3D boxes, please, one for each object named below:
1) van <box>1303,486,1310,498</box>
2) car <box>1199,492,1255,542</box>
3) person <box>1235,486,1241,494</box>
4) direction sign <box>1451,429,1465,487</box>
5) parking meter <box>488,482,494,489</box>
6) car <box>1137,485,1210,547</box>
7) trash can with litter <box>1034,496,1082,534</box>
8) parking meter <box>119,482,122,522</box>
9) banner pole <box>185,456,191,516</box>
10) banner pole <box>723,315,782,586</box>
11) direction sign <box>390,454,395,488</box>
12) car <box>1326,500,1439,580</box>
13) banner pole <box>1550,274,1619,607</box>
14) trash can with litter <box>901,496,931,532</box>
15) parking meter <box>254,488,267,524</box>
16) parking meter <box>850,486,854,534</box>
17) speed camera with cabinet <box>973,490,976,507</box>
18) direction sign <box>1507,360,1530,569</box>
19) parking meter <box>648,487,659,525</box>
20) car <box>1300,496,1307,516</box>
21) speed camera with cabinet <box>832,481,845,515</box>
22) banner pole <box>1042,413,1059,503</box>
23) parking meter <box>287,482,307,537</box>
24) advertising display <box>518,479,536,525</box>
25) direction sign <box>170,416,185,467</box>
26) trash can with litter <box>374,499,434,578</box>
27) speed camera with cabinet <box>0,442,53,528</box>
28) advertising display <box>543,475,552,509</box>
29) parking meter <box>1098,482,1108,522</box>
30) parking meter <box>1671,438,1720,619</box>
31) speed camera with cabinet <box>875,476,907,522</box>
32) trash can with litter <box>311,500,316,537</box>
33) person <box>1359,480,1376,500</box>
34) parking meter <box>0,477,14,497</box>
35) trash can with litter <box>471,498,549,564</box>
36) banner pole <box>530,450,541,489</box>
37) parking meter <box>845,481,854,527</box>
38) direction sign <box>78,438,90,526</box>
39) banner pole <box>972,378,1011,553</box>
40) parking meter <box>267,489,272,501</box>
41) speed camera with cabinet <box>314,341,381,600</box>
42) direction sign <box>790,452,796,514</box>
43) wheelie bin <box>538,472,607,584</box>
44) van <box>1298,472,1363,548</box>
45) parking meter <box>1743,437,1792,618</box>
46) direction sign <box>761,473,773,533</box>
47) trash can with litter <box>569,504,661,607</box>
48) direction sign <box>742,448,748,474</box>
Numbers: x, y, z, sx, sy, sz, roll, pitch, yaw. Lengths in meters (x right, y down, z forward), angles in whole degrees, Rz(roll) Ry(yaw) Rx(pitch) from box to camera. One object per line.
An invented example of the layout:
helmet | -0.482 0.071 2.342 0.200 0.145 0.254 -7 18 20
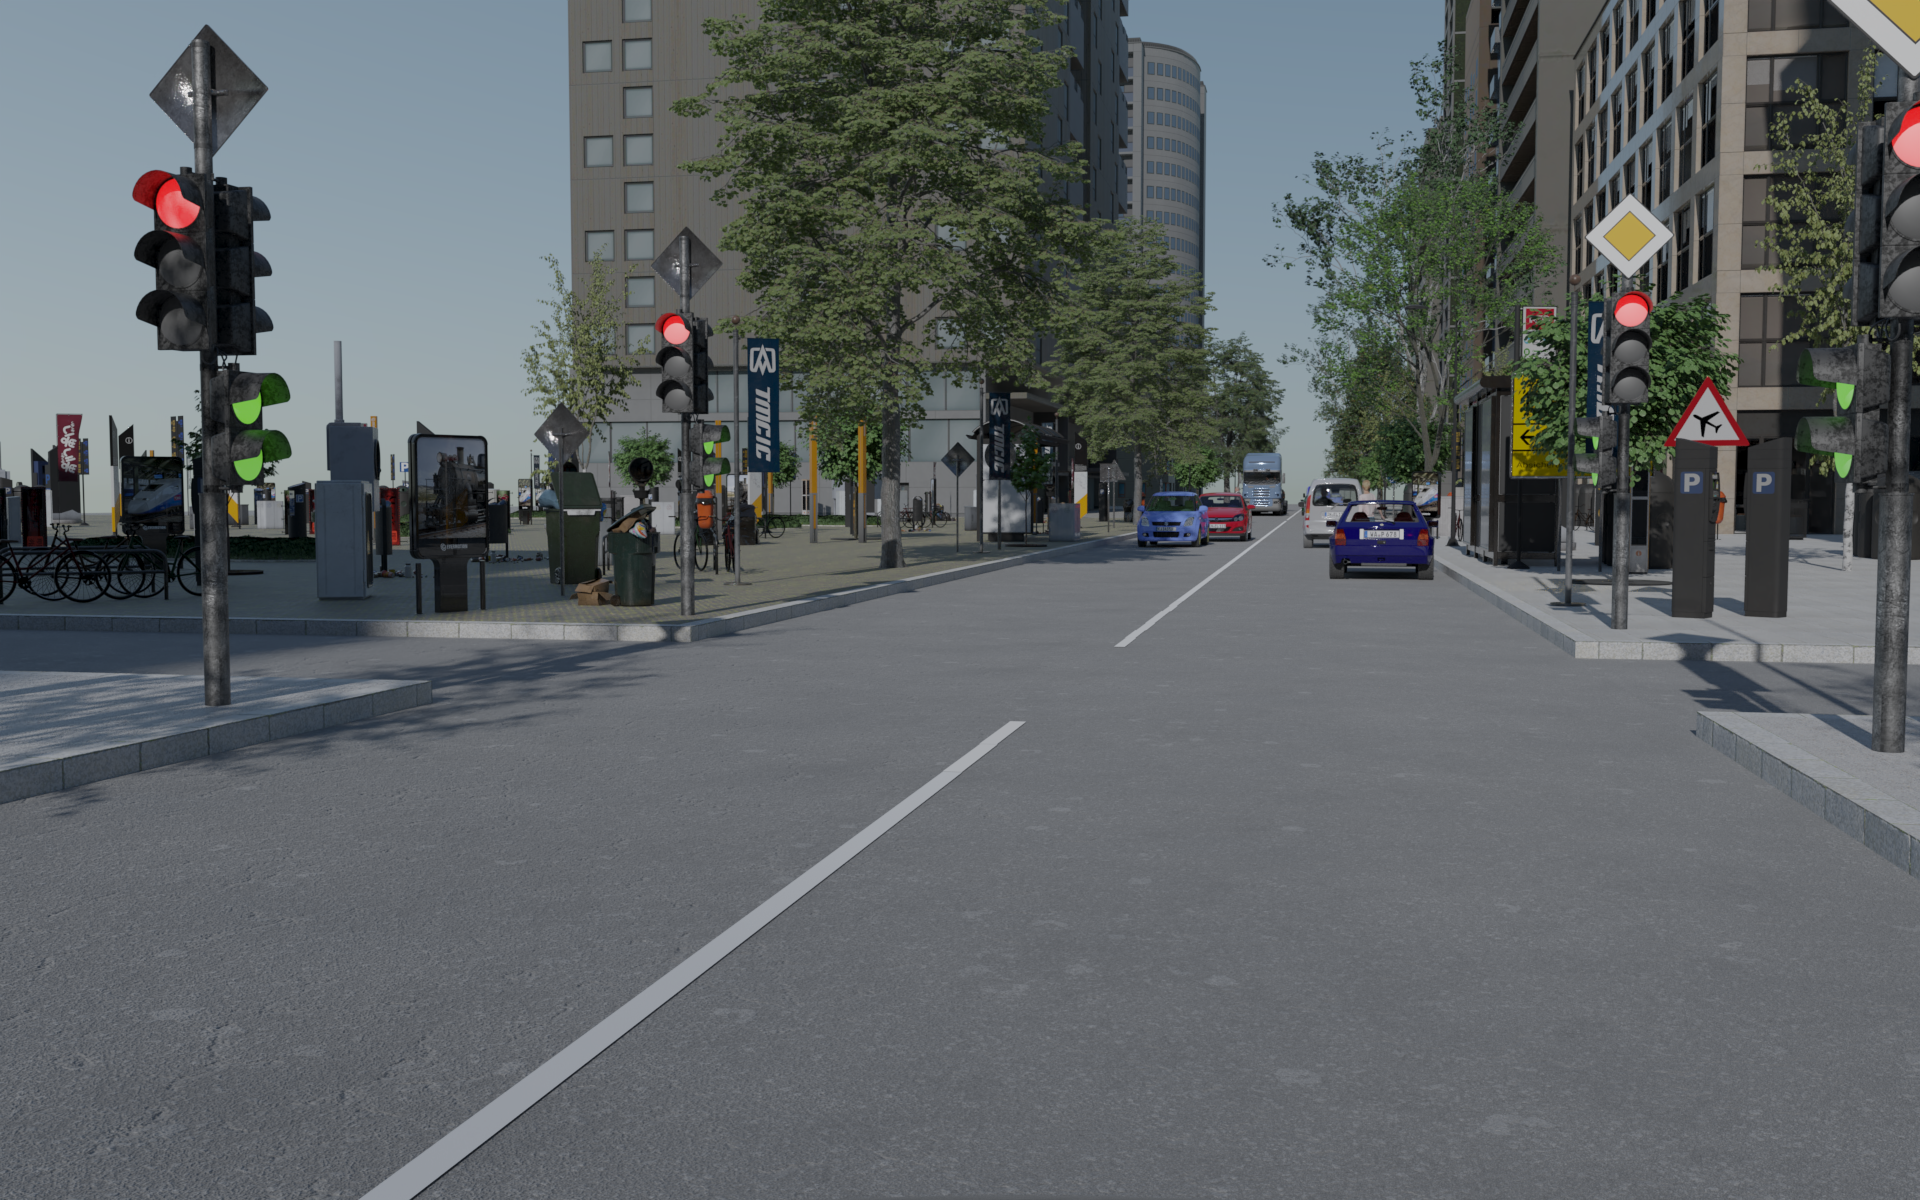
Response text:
van | 28.466 -8.160 137.803 2.240 2.365 5.245 1 4 10
car | 8.065 -2.723 53.561 2.155 1.783 4.494 1 4 12
person | 12.499 -4.247 78.339 0.834 1.777 0.661 1 4 15
direction sign | 17.415 -4.159 59.995 0.876 3.537 0.379 3 5 40
parking meter | -22.692 -4.770 83.700 0.255 1.863 0.399 -3 5 -40
car | 5.901 -2.334 47.746 1.945 1.707 3.694 1 4 13
trash can with litter | 2.764 -2.704 55.274 2.233 1.210 1.678 1 4 19
parking meter | -37.929 -4.439 78.284 0.399 1.863 0.255 1 4 16
banner pole | -45.742 -6.894 102.736 0.401 3.779 0.863 -3 5 -42
banner pole | -2.927 -2.106 24.453 0.863 3.779 0.401 -1 4 -21
direction sign | -32.193 -6.505 98.353 0.379 3.537 0.876 -2 4 -31
car | 7.383 -1.085 30.325 1.945 1.354 3.894 1 4 14
banner pole | 7.232 -1.824 19.837 0.863 3.779 0.401 0 4 -2
trash can with litter | -1.757 -2.956 59.389 1.678 1.210 2.233 2 4 33
parking meter | -29.665 -3.967 73.263 0.372 1.533 0.369 0 3 0
parking meter | -3.318 -2.858 55.135 0.372 1.533 0.369 0 3 0
speed camera with cabinet | 1.543 -4.390 66.105 2.038 3.252 0.660 1 4 23
direction sign | 9.594 -2.303 29.645 0.379 3.537 0.876 2 4 29
parking meter | -10.701 -3.187 60.512 0.372 1.533 0.369 0 3 0
car | 23.889 -6.383 116.158 2.131 1.459 4.920 1 4 13
speed camera with cabinet | -6.039 -5.728 87.994 0.660 3.252 2.038 -1 4 -15
banner pole | 2.812 -3.877 53.398 0.401 3.779 0.863 -3 5 -44
parking meter | -14.314 -1.774 37.413 0.372 1.533 0.369 0 3 0
advertising display | -18.146 -4.107 72.358 0.974 1.923 0.123 3 5 45
direction sign | -22.684 -3.564 50.274 0.876 3.537 0.379 3 5 45
trash can with litter | -8.984 -0.991 27.265 1.678 1.210 2.233 -1 4 -22
speed camera with cabinet | -35.620 -4.365 65.710 2.038 3.252 0.660 -2 4 -29
advertising display | -13.054 -3.135 56.474 0.974 1.923 0.123 1 4 19
parking meter | 6.666 -4.580 80.595 0.399 1.863 0.255 3 5 40
parking meter | 7.623 -0.748 17.936 0.399 1.863 0.255 3 5 42
speed camera with cabinet | -3.184 -5.189 79.171 0.660 3.252 2.038 2 4 31
trash can with litter | -15.202 -1.879 42.110 1.055 1.170 0.624 1 4 11
person | 9.089 -1.762 37.975 0.731 1.740 0.598 -3 5 -42
parking meter | -32.822 -3.300 59.672 0.399 1.863 0.255 -3 5 -41
trash can with litter | -8.493 -1.351 33.141 1.678 1.210 2.233 2 4 33
banner pole | -23.950 -6.576 97.542 0.401 3.779 0.863 2 4 34
parking meter | -4.290 -3.764 67.257 0.255 1.863 0.399 1 4 19
direction sign | -35.617 -4.792 70.347 0.876 3.537 0.379 2 4 33
banner pole | 0.698 -2.907 37.552 0.863 3.779 0.401 0 4 -1
parking meter | -31.838 -4.355 79.622 0.372 1.533 0.369 0 3 0
speed camera with cabinet | -7.697 -1.681 21.821 0.660 3.252 2.038 -1 4 -13
direction sign | -9.201 -6.239 94.006 0.876 3.537 0.379 3 5 44
wheelie bin | -5.582 -1.035 24.833 0.980 1.594 0.693 -2 4 -35
van | 10.187 -2.448 47.036 2.013 2.044 4.112 1 4 12
parking meter | 8.415 -0.756 18.071 0.255 1.863 0.399 -3 5 -41
direction sign | -6.400 -3.991 57.255 0.876 3.537 0.379 0 4 0
trash can with litter | -3.977 -0.519 19.877 1.055 1.170 0.624 1 4 15
direction sign | -10.424 -5.725 85.603 0.379 3.537 0.876 3 5 41
